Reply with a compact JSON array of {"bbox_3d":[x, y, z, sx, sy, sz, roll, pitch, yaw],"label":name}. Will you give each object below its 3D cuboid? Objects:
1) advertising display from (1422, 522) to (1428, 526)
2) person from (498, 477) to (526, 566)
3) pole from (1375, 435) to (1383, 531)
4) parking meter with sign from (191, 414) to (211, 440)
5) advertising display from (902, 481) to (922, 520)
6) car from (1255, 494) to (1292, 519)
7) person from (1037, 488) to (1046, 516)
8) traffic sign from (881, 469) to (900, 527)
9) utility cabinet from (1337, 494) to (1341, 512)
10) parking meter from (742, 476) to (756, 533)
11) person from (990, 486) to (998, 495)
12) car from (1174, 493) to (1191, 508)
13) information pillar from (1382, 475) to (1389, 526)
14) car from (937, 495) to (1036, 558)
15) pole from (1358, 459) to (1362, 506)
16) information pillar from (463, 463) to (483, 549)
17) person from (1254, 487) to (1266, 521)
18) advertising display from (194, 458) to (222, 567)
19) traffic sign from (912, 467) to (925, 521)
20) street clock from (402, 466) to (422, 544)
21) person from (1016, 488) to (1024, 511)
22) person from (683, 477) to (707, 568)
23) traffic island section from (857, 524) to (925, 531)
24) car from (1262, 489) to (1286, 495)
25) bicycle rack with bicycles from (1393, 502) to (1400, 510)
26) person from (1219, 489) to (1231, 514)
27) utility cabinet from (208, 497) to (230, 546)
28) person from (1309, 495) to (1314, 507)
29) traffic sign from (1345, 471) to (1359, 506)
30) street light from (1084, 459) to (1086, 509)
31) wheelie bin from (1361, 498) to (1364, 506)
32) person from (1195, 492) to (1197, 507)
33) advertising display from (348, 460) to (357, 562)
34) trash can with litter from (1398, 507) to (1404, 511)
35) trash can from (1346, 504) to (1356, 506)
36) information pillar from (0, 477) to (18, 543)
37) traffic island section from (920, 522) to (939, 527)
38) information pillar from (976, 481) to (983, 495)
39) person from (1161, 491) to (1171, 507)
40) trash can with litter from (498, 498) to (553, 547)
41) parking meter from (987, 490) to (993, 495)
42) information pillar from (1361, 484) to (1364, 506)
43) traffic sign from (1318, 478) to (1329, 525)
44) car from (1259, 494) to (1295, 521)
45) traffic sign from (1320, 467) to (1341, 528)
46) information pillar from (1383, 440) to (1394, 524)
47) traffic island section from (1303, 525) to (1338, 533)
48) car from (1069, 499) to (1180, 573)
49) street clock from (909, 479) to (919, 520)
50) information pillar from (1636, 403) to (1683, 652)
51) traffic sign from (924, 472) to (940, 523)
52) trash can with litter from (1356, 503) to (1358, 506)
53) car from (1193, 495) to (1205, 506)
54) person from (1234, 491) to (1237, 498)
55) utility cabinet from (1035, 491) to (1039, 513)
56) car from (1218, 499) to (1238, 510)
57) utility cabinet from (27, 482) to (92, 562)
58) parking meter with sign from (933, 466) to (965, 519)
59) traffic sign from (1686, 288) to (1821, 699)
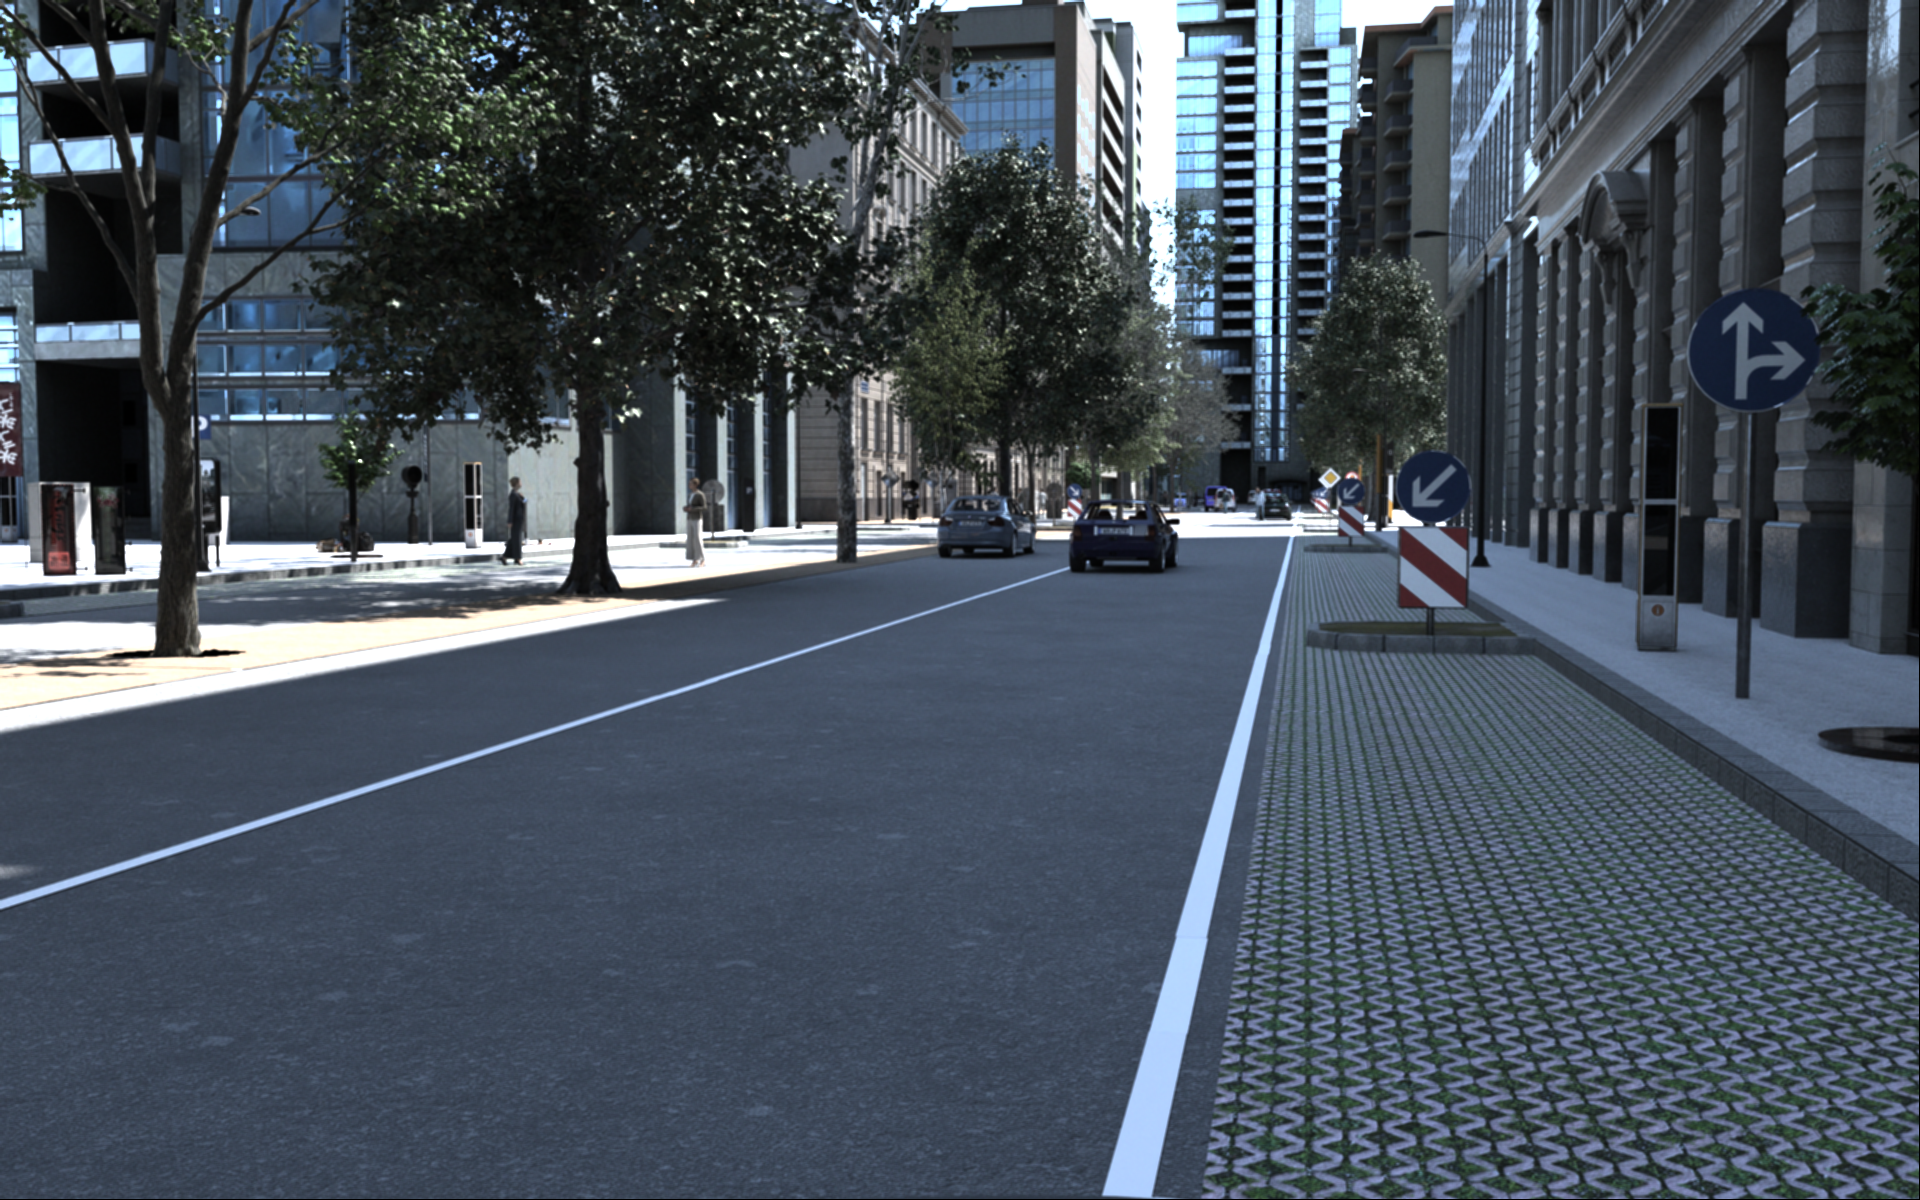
[{"bbox_3d":[11.068,-2.192,41.057,0.123,1.923,0.974,1,4,22],"label":"advertising display"},{"bbox_3d":[-8.868,-1.557,34.383,0.534,1.772,0.576,-2,4,-31],"label":"person"},{"bbox_3d":[14.391,-4.012,59.443,0.158,3.312,0.155,0,3,0],"label":"pole"},{"bbox_3d":[-17.063,-2.596,38.698,0.543,3.016,1.738,-2,4,-27],"label":"parking meter with sign"},{"bbox_3d":[-2.359,-4.861,84.693,0.974,1.923,0.123,1,4,8],"label":"advertising display"},{"bbox_3d":[18.229,-5.452,100.946,2.131,1.459,4.920,1,4,12],"label":"car"},{"bbox_3d":[5.003,-6.013,107.008,0.606,1.804,0.583,-3,4,-36],"label":"person"},{"bbox_3d":[-2.739,-3.949,68.208,0.795,2.450,0.064,1,4,11],"label":"traffic sign"},{"bbox_3d":[26.909,-6.992,123.005,0.318,1.500,1.173,1,4,12],"label":"utility cabinet"},{"bbox_3d":[-7.006,-3.168,57.505,0.399,1.863,0.255,-1,4,-19],"label":"parking meter"},{"bbox_3d":[1.698,-4.487,82.060,0.606,1.804,0.583,3,5,44],"label":"person"},{"bbox_3d":[23.233,-10.519,181.569,1.945,1.707,3.694,1,4,12],"label":"car"},{"bbox_3d":[16.007,-3.723,65.359,0.304,2.012,0.304,0,4,8],"label":"information pillar"},{"bbox_3d":[0.641,-1.742,40.492,2.014,1.417,4.499,1,4,11],"label":"car"},{"bbox_3d":[22.777,-6.412,98.673,0.158,3.312,0.155,0,3,0],"label":"pole"},{"bbox_3d":[-11.394,-2.204,40.530,0.304,2.012,0.304,1,4,15],"label":"information pillar"},{"bbox_3d":[15.689,-5.001,90.534,0.793,1.790,0.793,-2,4,-25],"label":"person"},{"bbox_3d":[-13.555,-1.564,30.782,0.974,1.923,0.123,1,4,20],"label":"advertising display"},{"bbox_3d":[-1.882,-4.967,81.310,0.768,2.556,0.104,1,4,15],"label":"traffic sign"},{"bbox_3d":[-13.955,-2.421,44.147,0.358,2.002,0.471,3,4,36],"label":"street clock"},{"bbox_3d":[3.092,-4.964,90.218,0.362,1.759,0.519,-2,4,-26],"label":"person"},{"bbox_3d":[-5.219,-1.518,33.877,0.519,1.759,0.362,3,5,43],"label":"person"},{"bbox_3d":[-2.763,-2.813,68.275,2.009,0.180,2.903,1,4,11],"label":"traffic island section"},{"bbox_3d":[24.664,-7.855,137.101,2.281,1.827,5.304,1,4,12],"label":"car"},{"bbox_3d":[35.050,-7.622,137.995,2.852,0.926,2.925,-3,5,-40],"label":"bicycle rack with bicycles"},{"bbox_3d":[18.882,-7.041,123.598,0.794,1.824,0.713,-2,4,-35],"label":"person"},{"bbox_3d":[-18.431,-1.949,43.031,0.306,1.237,1.020,-1,4,-10],"label":"utility cabinet"},{"bbox_3d":[37.226,-10.602,182.369,0.721,1.766,1.217,-2,4,-34],"label":"person"},{"bbox_3d":[22.013,-5.942,97.256,0.768,2.556,0.104,1,4,12],"label":"traffic sign"},{"bbox_3d":[11.010,-10.527,144.652,1.470,5.913,1.316,1,4,11],"label":"street light"},{"bbox_3d":[27.387,-6.644,116.530,0.693,1.594,0.980,-2,4,-33],"label":"wheelie bin"},{"bbox_3d":[26.748,-11.401,195.625,0.721,1.735,1.217,1,4,11],"label":"person"},{"bbox_3d":[-11.535,-1.693,32.897,0.123,1.923,0.974,-1,4,-19],"label":"advertising display"},{"bbox_3d":[33.962,-7.394,132.282,1.055,1.170,0.624,3,4,38],"label":"trash can with litter"},{"bbox_3d":[25.581,-6.220,113.354,0.748,1.137,0.748,0,3,0],"label":"trash can"},{"bbox_3d":[-24.911,-2.498,45.329,0.304,2.012,0.304,0,4,-1],"label":"information pillar"},{"bbox_3d":[-1.213,-3.292,76.108,2.009,0.180,2.903,1,4,11],"label":"traffic island section"},{"bbox_3d":[1.060,-5.669,97.188,0.304,2.012,0.304,0,4,4],"label":"information pillar"},{"bbox_3d":[22.911,-11.237,192.940,1.217,1.736,0.721,-1,4,-20],"label":"person"},{"bbox_3d":[-10.692,-1.968,43.233,1.678,1.210,2.233,1,4,11],"label":"trash can with litter"},{"bbox_3d":[1.764,-5.580,99.651,0.372,1.533,0.369,0,3,0],"label":"parking meter"},{"bbox_3d":[28.079,-7.148,121.367,0.304,2.012,0.304,2,4,33],"label":"information pillar"},{"bbox_3d":[15.431,-4.226,72.744,0.795,2.450,0.064,1,4,11],"label":"traffic sign"},{"bbox_3d":[17.251,-5.189,94.621,2.009,1.686,4.222,1,4,12],"label":"car"},{"bbox_3d":[13.880,-3.747,64.910,0.795,2.450,0.064,1,4,11],"label":"traffic sign"},{"bbox_3d":[18.381,-5.078,74.380,0.504,3.616,0.183,-1,4,-9],"label":"information pillar"},{"bbox_3d":[13.905,-2.612,64.983,2.009,0.180,2.903,1,4,11],"label":"traffic island section"},{"bbox_3d":[3.159,-1.246,32.953,1.945,1.354,3.894,1,4,12],"label":"car"},{"bbox_3d":[-2.235,-4.873,84.242,0.471,2.002,0.358,-1,4,-20],"label":"street clock"},{"bbox_3d":[5.723,-0.593,14.184,0.304,2.012,0.304,1,4,18],"label":"information pillar"},{"bbox_3d":[-1.188,-4.428,76.042,0.795,2.450,0.064,1,4,11],"label":"traffic sign"},{"bbox_3d":[30.325,-7.426,132.474,1.678,1.210,2.233,-1,4,-13],"label":"trash can with litter"},{"bbox_3d":[28.256,-11.654,203.116,1.945,1.354,3.894,1,4,12],"label":"car"},{"bbox_3d":[33.181,-12.208,208.552,0.568,1.767,0.683,0,4,-3],"label":"person"},{"bbox_3d":[5.002,-6.719,118.529,0.318,1.500,1.173,2,4,33],"label":"utility cabinet"},{"bbox_3d":[23.927,-8.906,155.392,2.009,1.686,4.222,1,4,11],"label":"car"},{"bbox_3d":[-16.937,-1.462,32.586,0.318,1.500,1.173,1,4,19],"label":"utility cabinet"},{"bbox_3d":[-0.536,-5.774,90.666,1.738,3.016,0.543,-1,4,-22],"label":"parking meter with sign"},{"bbox_3d":[4.925,-0.656,10.825,0.768,2.556,0.104,1,4,16],"label":"traffic sign"}]
